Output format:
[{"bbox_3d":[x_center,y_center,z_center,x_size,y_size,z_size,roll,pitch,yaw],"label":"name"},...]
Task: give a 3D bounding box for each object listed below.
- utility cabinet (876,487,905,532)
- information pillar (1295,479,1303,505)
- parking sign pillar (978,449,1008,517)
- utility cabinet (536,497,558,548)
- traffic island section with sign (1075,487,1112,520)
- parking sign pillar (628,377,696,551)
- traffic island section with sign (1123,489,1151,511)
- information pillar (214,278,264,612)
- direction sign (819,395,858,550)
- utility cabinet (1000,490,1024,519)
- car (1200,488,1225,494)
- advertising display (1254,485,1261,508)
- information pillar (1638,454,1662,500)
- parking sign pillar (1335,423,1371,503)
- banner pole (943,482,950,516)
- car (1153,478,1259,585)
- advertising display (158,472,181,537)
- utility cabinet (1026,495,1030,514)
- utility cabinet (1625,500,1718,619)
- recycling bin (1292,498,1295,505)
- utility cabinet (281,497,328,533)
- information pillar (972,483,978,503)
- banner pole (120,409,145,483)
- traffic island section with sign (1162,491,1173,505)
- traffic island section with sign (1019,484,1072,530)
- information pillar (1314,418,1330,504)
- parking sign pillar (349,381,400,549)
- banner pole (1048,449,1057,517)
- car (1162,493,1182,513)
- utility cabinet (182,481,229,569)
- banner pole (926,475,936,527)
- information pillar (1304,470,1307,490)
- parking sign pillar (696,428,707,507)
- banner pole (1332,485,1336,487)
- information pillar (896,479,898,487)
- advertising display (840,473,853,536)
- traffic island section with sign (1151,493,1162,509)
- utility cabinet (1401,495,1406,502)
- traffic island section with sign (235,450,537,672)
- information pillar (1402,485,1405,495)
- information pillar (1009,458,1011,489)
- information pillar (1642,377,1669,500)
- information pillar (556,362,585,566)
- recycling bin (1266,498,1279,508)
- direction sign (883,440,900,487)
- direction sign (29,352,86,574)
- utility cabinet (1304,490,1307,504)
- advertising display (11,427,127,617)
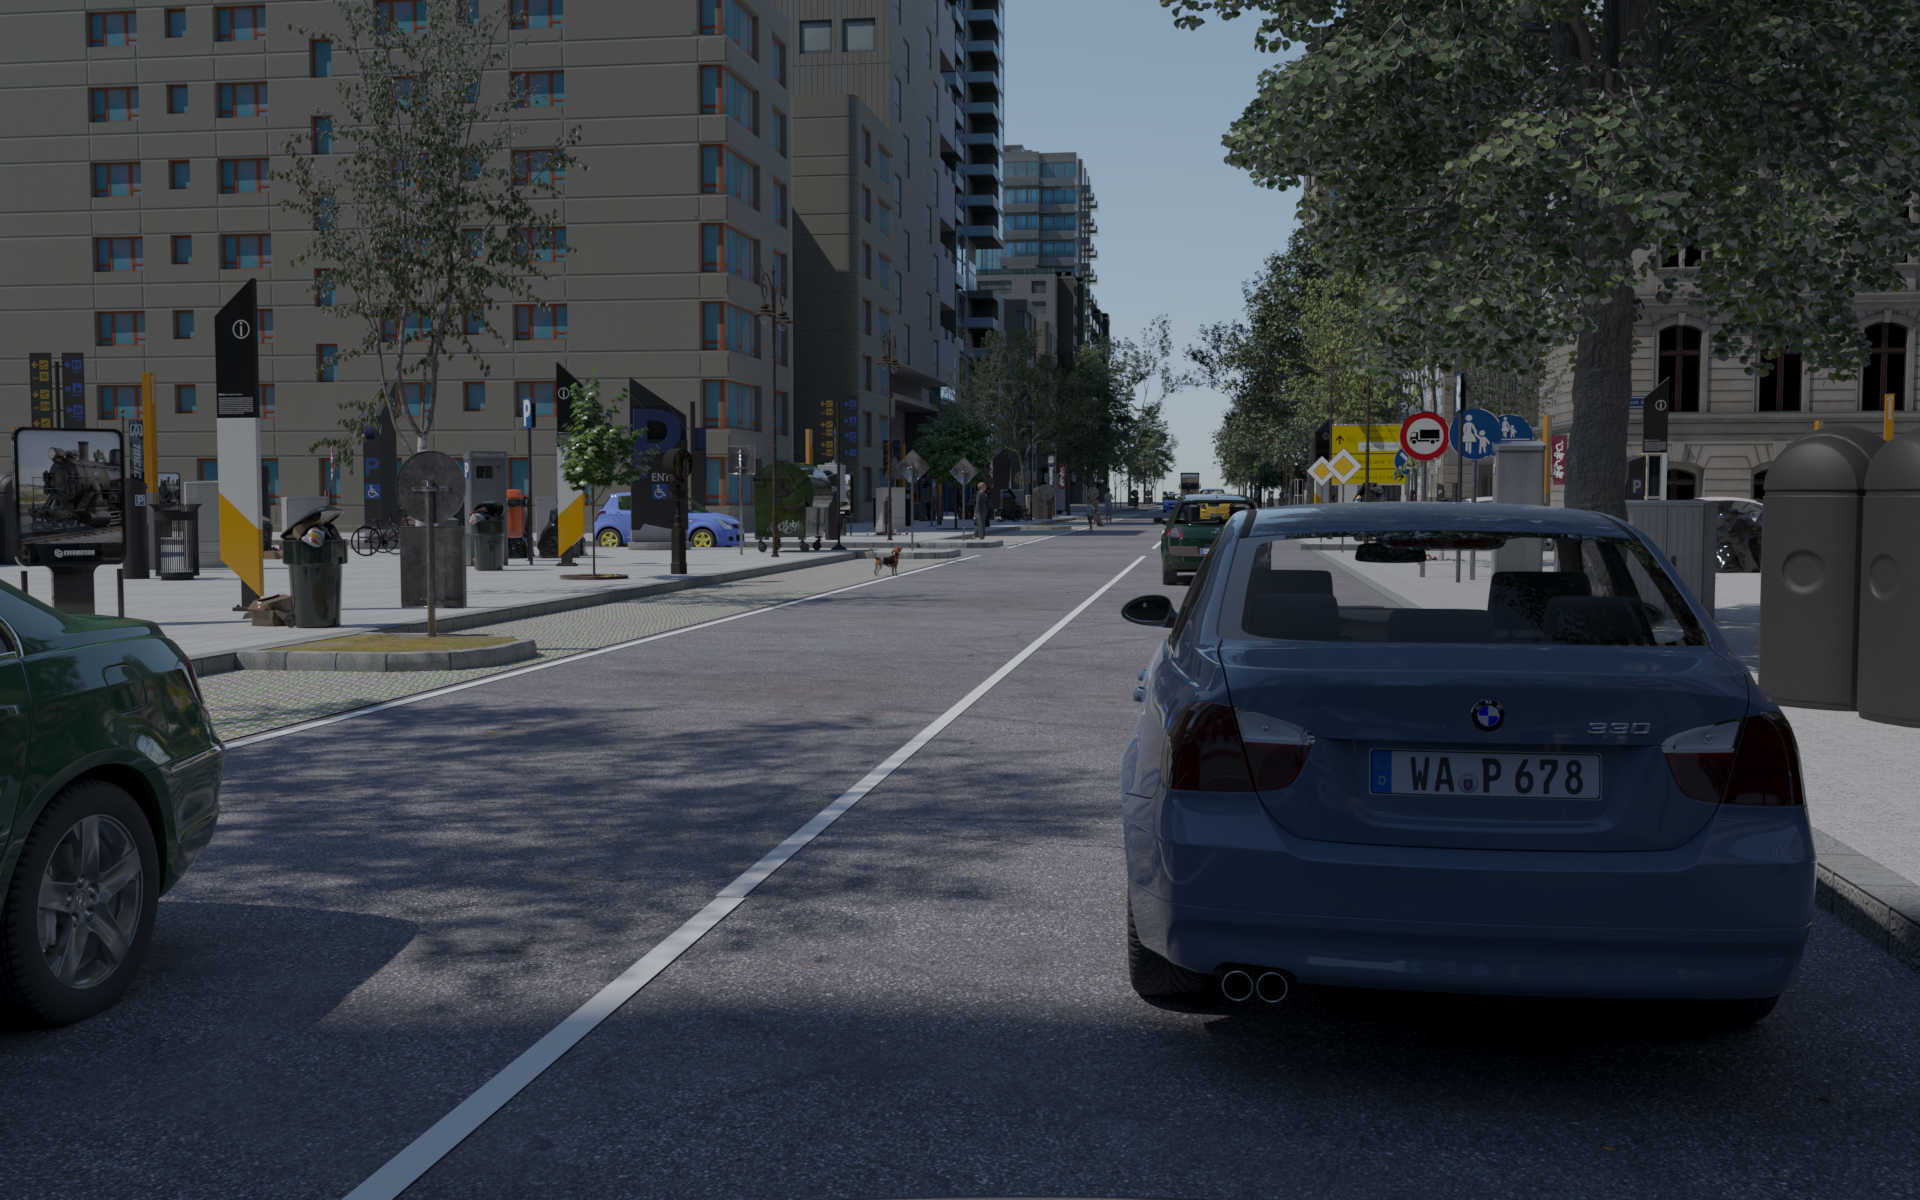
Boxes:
[{"bbox_3d":[-2.328,-3.009,57.872,0.318,1.500,1.173,3,4,38],"label":"utility cabinet"},{"bbox_3d":[16.786,-4.975,85.828,0.304,2.012,0.304,-1,4,-19],"label":"information pillar"},{"bbox_3d":[2.110,-6.721,98.366,1.447,3.967,1.447,-3,4,-37],"label":"parking sign pillar"},{"bbox_3d":[-9.478,-1.818,40.880,1.020,1.237,0.306,-1,4,-15],"label":"utility cabinet"},{"bbox_3d":[7.453,-5.375,96.502,1.989,1.847,2.006,1,4,8],"label":"traffic island section with sign"},{"bbox_3d":[-6.935,-3.145,39.899,1.447,3.967,1.447,-1,4,-13],"label":"parking sign pillar"},{"bbox_3d":[14.662,-8.320,144.656,1.989,1.847,2.006,1,4,8],"label":"traffic island section with sign"},{"bbox_3d":[-7.854,-1.685,18.902,0.504,3.616,0.183,1,4,12],"label":"information pillar"},{"bbox_3d":[-2.786,-2.921,39.756,0.876,3.537,0.379,0,4,3],"label":"direction sign"},{"bbox_3d":[2.660,-4.885,88.540,1.173,1.500,0.318,0,4,1],"label":"utility cabinet"},{"bbox_3d":[16.623,-6.446,114.062,2.281,1.827,5.304,0,4,8],"label":"car"},{"bbox_3d":[20.421,-6.955,118.927,0.123,1.923,0.974,-1,4,-10],"label":"advertising display"},{"bbox_3d":[12.657,-1.672,31.824,0.304,2.012,0.304,-1,4,-11],"label":"information pillar"},{"bbox_3d":[14.536,-4.616,63.946,1.447,3.967,1.447,1,4,14],"label":"parking sign pillar"},{"bbox_3d":[-1.010,-6.943,103.542,0.863,3.779,0.401,1,4,21],"label":"banner pole"},{"bbox_3d":[4.193,-1.150,28.590,2.009,1.686,4.222,0,4,7],"label":"car"},{"bbox_3d":[-23.584,-2.822,51.361,0.123,1.923,0.974,2,4,33],"label":"advertising display"},{"bbox_3d":[4.061,-5.137,95.153,1.020,1.237,0.306,-2,4,-25],"label":"utility cabinet"},{"bbox_3d":[7.303,-0.419,18.016,0.306,1.237,1.020,-3,5,-40],"label":"utility cabinet"},{"bbox_3d":[20.377,-5.735,106.317,0.722,1.027,0.722,-2,4,-35],"label":"recycling bin"},{"bbox_3d":[-15.475,-1.820,40.913,0.306,1.237,1.020,3,5,42],"label":"utility cabinet"},{"bbox_3d":[0.943,-6.431,109.640,0.304,2.012,0.304,-3,5,-44],"label":"information pillar"},{"bbox_3d":[-24.466,-3.742,51.193,0.401,3.779,0.863,3,5,41],"label":"banner pole"},{"bbox_3d":[26.888,-13.316,226.338,1.989,1.847,2.006,1,4,8],"label":"traffic island section with sign"},{"bbox_3d":[3.468,-3.739,69.762,1.989,1.847,2.006,1,4,8],"label":"traffic island section with sign"},{"bbox_3d":[11.192,-3.799,53.468,0.504,3.616,0.183,-1,4,-17],"label":"information pillar"},{"bbox_3d":[-13.611,-3.192,40.666,1.447,3.967,1.447,0,4,-2],"label":"parking sign pillar"},{"bbox_3d":[5.162,-6.493,96.175,0.401,3.779,0.863,-3,5,-42],"label":"banner pole"},{"bbox_3d":[16.654,-7.648,134.635,1.945,1.707,3.694,1,4,8],"label":"car"},{"bbox_3d":[-12.621,-1.281,29.622,1.173,1.500,0.318,-2,4,-35],"label":"utility cabinet"},{"bbox_3d":[-1.207,-4.810,68.658,0.401,3.779,0.863,-1,4,-22],"label":"banner pole"},{"bbox_3d":[23.788,-7.850,119.703,0.183,3.616,0.504,-2,4,-27],"label":"information pillar"},{"bbox_3d":[-7.726,-3.825,51.014,1.447,3.967,1.447,-1,4,-9],"label":"parking sign pillar"},{"bbox_3d":[14.278,-4.649,66.032,0.401,3.779,0.863,-1,4,-20],"label":"banner pole"},{"bbox_3d":[-2.925,-4.763,82.362,0.304,2.012,0.304,1,4,16],"label":"information pillar"},{"bbox_3d":[-3.658,-2.937,53.241,0.974,1.923,0.123,3,5,41],"label":"advertising display"},{"bbox_3d":[18.780,-10.002,172.155,1.989,1.847,2.006,1,4,8],"label":"traffic island section with sign"},{"bbox_3d":[21.085,-4.342,82.159,0.306,1.237,1.020,-2,4,-27],"label":"utility cabinet"},{"bbox_3d":[-4.754,-0.378,14.812,1.989,1.847,2.006,1,4,8],"label":"traffic island section with sign"},{"bbox_3d":[21.993,-5.781,85.876,0.183,3.616,0.504,0,4,3],"label":"information pillar"},{"bbox_3d":[3.228,-7.404,112.408,0.183,3.616,0.504,1,4,8],"label":"information pillar"},{"bbox_3d":[14.003,-2.663,34.897,0.504,3.616,0.183,1,4,8],"label":"information pillar"},{"bbox_3d":[-6.904,-2.404,30.662,0.504,3.616,0.183,1,4,10],"label":"information pillar"},{"bbox_3d":[18.636,-5.528,102.940,0.722,1.027,0.722,0,4,-3],"label":"recycling bin"},{"bbox_3d":[-2.871,-4.937,72.717,0.876,3.537,0.379,-3,5,-41],"label":"direction sign"},{"bbox_3d":[-14.450,-2.190,27.802,0.876,3.537,0.379,0,4,3],"label":"direction sign"},{"bbox_3d":[19.750,-5.427,97.408,0.318,1.500,1.173,3,4,37],"label":"utility cabinet"},{"bbox_3d":[-8.649,-0.712,16.850,0.974,1.923,0.123,-3,4,-39],"label":"advertising display"}]
